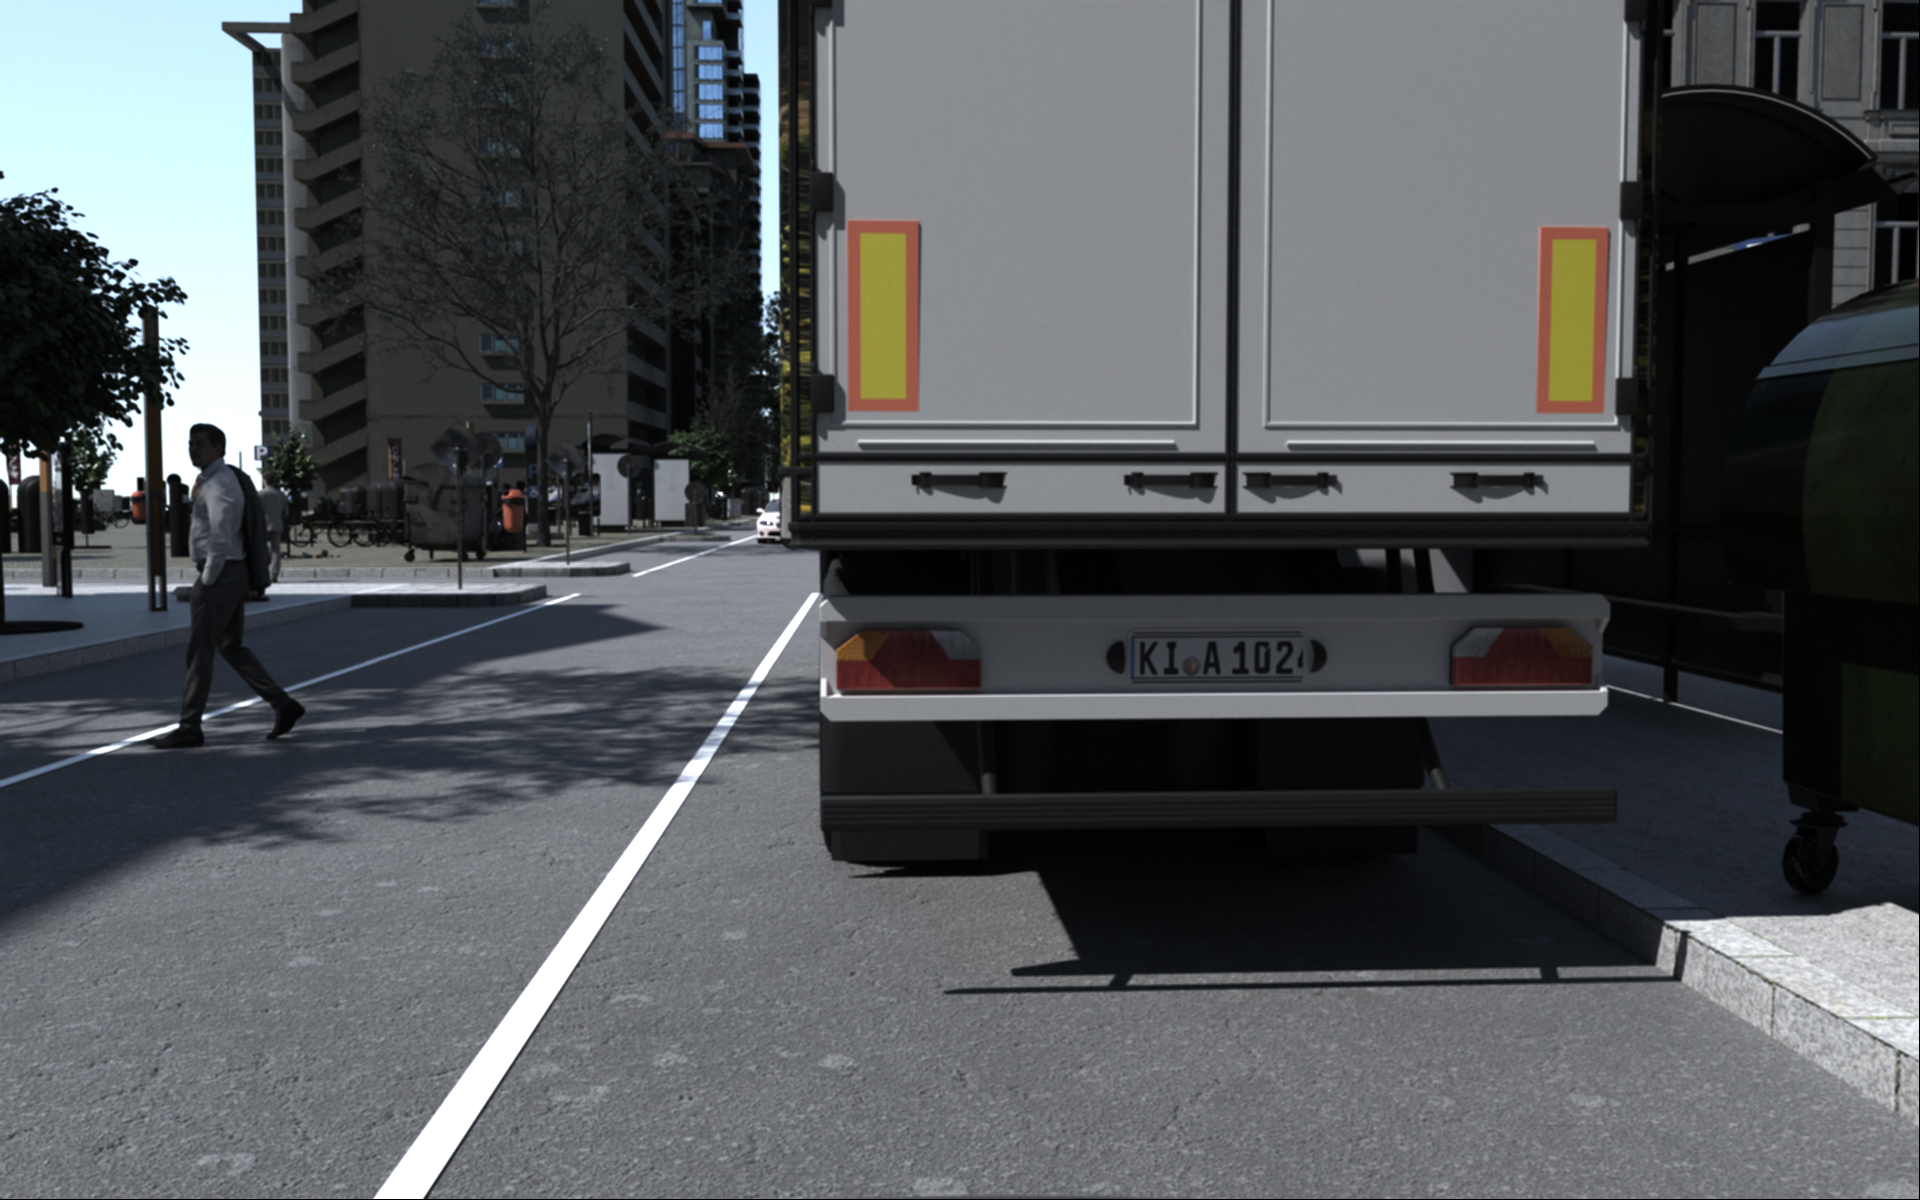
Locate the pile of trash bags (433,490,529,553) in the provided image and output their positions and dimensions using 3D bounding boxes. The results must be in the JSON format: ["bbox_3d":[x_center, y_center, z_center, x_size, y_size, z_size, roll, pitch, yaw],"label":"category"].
[{"bbox_3d":[-10.559,-1.778,38.822,1.912,1.369,3.447,-3,4,-38],"label":"pile of trash bags"}]

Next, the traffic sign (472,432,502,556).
[{"bbox_3d":[-9.836,-2.181,35.757,0.768,2.556,0.104,0,4,-2],"label":"traffic sign"}]

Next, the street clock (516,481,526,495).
[{"bbox_3d":[-23.882,-5.486,94.272,0.471,2.002,0.358,2,4,28],"label":"street clock"}]

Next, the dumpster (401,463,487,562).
[{"bbox_3d":[-9.907,-1.683,33.272,1.264,1.857,1.865,0,4,-3],"label":"dumpster"}]

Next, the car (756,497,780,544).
[{"bbox_3d":[-4.975,-2.403,51.651,2.083,1.381,4.827,0,4,-1],"label":"car"}]

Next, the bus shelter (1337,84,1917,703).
[{"bbox_3d":[3.603,-1.066,11.349,2.014,3.302,5.546,0,4,-2],"label":"bus shelter"}]

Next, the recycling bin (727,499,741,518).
[{"bbox_3d":[-12.295,-4.969,93.803,0.722,1.027,0.722,-2,4,-24],"label":"recycling bin"}]

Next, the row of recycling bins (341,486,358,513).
[{"bbox_3d":[-29.703,-4.946,87.978,1.069,1.692,3.534,1,4,19],"label":"row of recycling bins"}]

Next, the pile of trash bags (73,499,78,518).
[{"bbox_3d":[-44.657,-4.638,85.584,1.912,1.369,3.447,-2,4,-27],"label":"pile of trash bags"}]

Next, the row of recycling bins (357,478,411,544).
[{"bbox_3d":[-15.132,-2.381,46.042,1.069,1.692,3.534,-2,4,-27],"label":"row of recycling bins"}]

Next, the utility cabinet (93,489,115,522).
[{"bbox_3d":[-39.577,-4.347,79.745,1.173,1.500,0.318,-1,4,-8],"label":"utility cabinet"}]

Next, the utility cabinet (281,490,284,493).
[{"bbox_3d":[-38.832,-5.543,99.311,1.173,1.500,0.318,2,4,24],"label":"utility cabinet"}]

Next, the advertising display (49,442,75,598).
[{"bbox_3d":[-11.236,-1.007,21.677,0.123,1.923,0.974,-2,4,-35],"label":"advertising display"}]

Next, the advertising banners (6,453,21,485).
[{"bbox_3d":[-26.981,-3.333,50.681,2.074,3.025,0.090,0,4,5],"label":"advertising banners"}]

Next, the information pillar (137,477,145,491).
[{"bbox_3d":[-35.476,-4.316,75.057,0.304,2.012,0.304,-1,4,-22],"label":"information pillar"}]

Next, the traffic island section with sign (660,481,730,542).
[{"bbox_3d":[-8.073,-2.715,53.011,1.989,1.847,2.006,0,4,-2],"label":"traffic island section with sign"}]

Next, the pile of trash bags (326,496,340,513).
[{"bbox_3d":[-36.218,-5.679,102.607,3.447,1.369,1.912,2,4,30],"label":"pile of trash bags"}]

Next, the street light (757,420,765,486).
[{"bbox_3d":[-12.457,-8.282,108.192,0.468,5.910,1.993,0,4,-2],"label":"street light"}]

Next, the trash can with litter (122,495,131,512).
[{"bbox_3d":[-47.858,-5.456,100.262,1.678,1.210,2.233,2,4,27],"label":"trash can with litter"}]

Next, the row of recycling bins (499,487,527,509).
[{"bbox_3d":[-26.236,-5.701,100.322,3.534,1.692,1.069,-3,5,-42],"label":"row of recycling bins"}]

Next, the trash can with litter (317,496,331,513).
[{"bbox_3d":[-29.196,-4.205,80.136,1.055,1.170,0.624,1,4,15],"label":"trash can with litter"}]

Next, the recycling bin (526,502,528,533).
[{"bbox_3d":[-14.184,-2.671,56.225,0.722,1.027,0.722,0,4,6],"label":"recycling bin"}]

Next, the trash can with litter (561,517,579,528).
[{"bbox_3d":[-16.247,-3.788,72.986,2.233,1.210,1.678,-3,4,-38],"label":"trash can with litter"}]

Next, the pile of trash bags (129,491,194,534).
[{"bbox_3d":[-26.041,-2.925,57.573,1.912,1.369,3.447,2,4,23],"label":"pile of trash bags"}]

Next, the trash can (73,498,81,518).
[{"bbox_3d":[-35.782,-3.584,70.245,0.748,1.137,0.748,0,3,0],"label":"trash can"}]

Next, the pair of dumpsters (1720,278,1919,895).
[{"bbox_3d":[3.347,-0.062,3.512,1.574,2.255,4.437,0,4,-2],"label":"pair of dumpsters"}]

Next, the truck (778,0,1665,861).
[{"bbox_3d":[0.394,-1.305,10.247,2.839,4.237,11.283,0,4,-3],"label":"truck"}]

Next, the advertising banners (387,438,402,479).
[{"bbox_3d":[-17.287,-3.594,54.952,0.090,3.025,2.074,2,4,34],"label":"advertising banners"}]

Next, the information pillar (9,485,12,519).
[{"bbox_3d":[-49.183,-6.013,89.668,0.183,3.616,0.504,-2,4,-32],"label":"information pillar"}]

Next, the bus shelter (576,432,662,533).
[{"bbox_3d":[-11.706,-4.013,59.536,2.014,3.302,5.546,0,4,-3],"label":"bus shelter"}]

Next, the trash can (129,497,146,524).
[{"bbox_3d":[-34.911,-3.794,73.688,0.748,1.137,0.748,0,3,0],"label":"trash can"}]

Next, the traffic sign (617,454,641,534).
[{"bbox_3d":[-10.583,-3.382,55.398,0.768,2.556,0.104,0,4,4],"label":"traffic sign"}]

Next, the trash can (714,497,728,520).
[{"bbox_3d":[-11.874,-4.555,86.135,0.748,1.137,0.748,0,3,0],"label":"trash can"}]

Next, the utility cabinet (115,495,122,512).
[{"bbox_3d":[-45.535,-5.000,92.914,1.020,1.237,0.306,-2,4,-28],"label":"utility cabinet"}]

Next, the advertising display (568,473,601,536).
[{"bbox_3d":[-11.594,-2.952,53.474,0.974,1.923,0.123,-1,4,-12],"label":"advertising display"}]

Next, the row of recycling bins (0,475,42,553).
[{"bbox_3d":[-21.482,-1.863,37.573,3.534,1.692,1.069,-1,4,-12],"label":"row of recycling bins"}]

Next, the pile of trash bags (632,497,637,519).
[{"bbox_3d":[-17.211,-4.779,87.895,3.447,1.369,1.912,-2,4,-25],"label":"pile of trash bags"}]

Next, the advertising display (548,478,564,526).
[{"bbox_3d":[-16.486,-3.961,69.984,0.974,1.923,0.123,1,4,9],"label":"advertising display"}]

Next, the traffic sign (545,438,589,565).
[{"bbox_3d":[-7.084,-1.689,31.263,0.795,2.450,0.064,0,4,-2],"label":"traffic sign"}]

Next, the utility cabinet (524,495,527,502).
[{"bbox_3d":[-23.447,-5.138,95.175,1.020,1.237,0.306,-1,4,-9],"label":"utility cabinet"}]

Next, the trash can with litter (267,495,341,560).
[{"bbox_3d":[-13.270,-1.446,34.693,1.678,1.210,2.233,2,4,35],"label":"trash can with litter"}]

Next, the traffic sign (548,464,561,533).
[{"bbox_3d":[-12.275,-3.234,52.983,0.768,2.556,0.104,0,4,7],"label":"traffic sign"}]

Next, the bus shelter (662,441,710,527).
[{"bbox_3d":[-11.282,-4.612,69.334,2.014,3.302,5.546,0,4,-2],"label":"bus shelter"}]

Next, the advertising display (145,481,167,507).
[{"bbox_3d":[-38.557,-4.759,83.017,0.974,1.923,0.123,-3,5,-41],"label":"advertising display"}]

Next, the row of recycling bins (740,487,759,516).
[{"bbox_3d":[-12.679,-5.980,104.879,1.069,1.692,3.534,-1,4,-12],"label":"row of recycling bins"}]

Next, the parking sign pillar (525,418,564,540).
[{"bbox_3d":[-11.969,-3.705,49.046,1.447,3.967,1.447,0,4,-6],"label":"parking sign pillar"}]

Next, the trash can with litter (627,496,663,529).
[{"bbox_3d":[-11.868,-3.254,64.253,1.678,1.210,2.233,1,4,12],"label":"trash can with litter"}]

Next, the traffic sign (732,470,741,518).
[{"bbox_3d":[-11.735,-5.473,89.484,0.884,2.594,0.081,0,4,6],"label":"traffic sign"}]

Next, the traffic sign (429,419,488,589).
[{"bbox_3d":[-6.735,-1.201,23.286,0.795,2.450,0.064,0,4,-2],"label":"traffic sign"}]

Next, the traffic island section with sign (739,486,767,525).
[{"bbox_3d":[-9.300,-4.435,81.136,1.989,1.847,2.006,0,4,-2],"label":"traffic island section with sign"}]

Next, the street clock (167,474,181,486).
[{"bbox_3d":[-27.728,-3.460,61.144,0.471,2.002,0.358,-2,4,-26],"label":"street clock"}]
